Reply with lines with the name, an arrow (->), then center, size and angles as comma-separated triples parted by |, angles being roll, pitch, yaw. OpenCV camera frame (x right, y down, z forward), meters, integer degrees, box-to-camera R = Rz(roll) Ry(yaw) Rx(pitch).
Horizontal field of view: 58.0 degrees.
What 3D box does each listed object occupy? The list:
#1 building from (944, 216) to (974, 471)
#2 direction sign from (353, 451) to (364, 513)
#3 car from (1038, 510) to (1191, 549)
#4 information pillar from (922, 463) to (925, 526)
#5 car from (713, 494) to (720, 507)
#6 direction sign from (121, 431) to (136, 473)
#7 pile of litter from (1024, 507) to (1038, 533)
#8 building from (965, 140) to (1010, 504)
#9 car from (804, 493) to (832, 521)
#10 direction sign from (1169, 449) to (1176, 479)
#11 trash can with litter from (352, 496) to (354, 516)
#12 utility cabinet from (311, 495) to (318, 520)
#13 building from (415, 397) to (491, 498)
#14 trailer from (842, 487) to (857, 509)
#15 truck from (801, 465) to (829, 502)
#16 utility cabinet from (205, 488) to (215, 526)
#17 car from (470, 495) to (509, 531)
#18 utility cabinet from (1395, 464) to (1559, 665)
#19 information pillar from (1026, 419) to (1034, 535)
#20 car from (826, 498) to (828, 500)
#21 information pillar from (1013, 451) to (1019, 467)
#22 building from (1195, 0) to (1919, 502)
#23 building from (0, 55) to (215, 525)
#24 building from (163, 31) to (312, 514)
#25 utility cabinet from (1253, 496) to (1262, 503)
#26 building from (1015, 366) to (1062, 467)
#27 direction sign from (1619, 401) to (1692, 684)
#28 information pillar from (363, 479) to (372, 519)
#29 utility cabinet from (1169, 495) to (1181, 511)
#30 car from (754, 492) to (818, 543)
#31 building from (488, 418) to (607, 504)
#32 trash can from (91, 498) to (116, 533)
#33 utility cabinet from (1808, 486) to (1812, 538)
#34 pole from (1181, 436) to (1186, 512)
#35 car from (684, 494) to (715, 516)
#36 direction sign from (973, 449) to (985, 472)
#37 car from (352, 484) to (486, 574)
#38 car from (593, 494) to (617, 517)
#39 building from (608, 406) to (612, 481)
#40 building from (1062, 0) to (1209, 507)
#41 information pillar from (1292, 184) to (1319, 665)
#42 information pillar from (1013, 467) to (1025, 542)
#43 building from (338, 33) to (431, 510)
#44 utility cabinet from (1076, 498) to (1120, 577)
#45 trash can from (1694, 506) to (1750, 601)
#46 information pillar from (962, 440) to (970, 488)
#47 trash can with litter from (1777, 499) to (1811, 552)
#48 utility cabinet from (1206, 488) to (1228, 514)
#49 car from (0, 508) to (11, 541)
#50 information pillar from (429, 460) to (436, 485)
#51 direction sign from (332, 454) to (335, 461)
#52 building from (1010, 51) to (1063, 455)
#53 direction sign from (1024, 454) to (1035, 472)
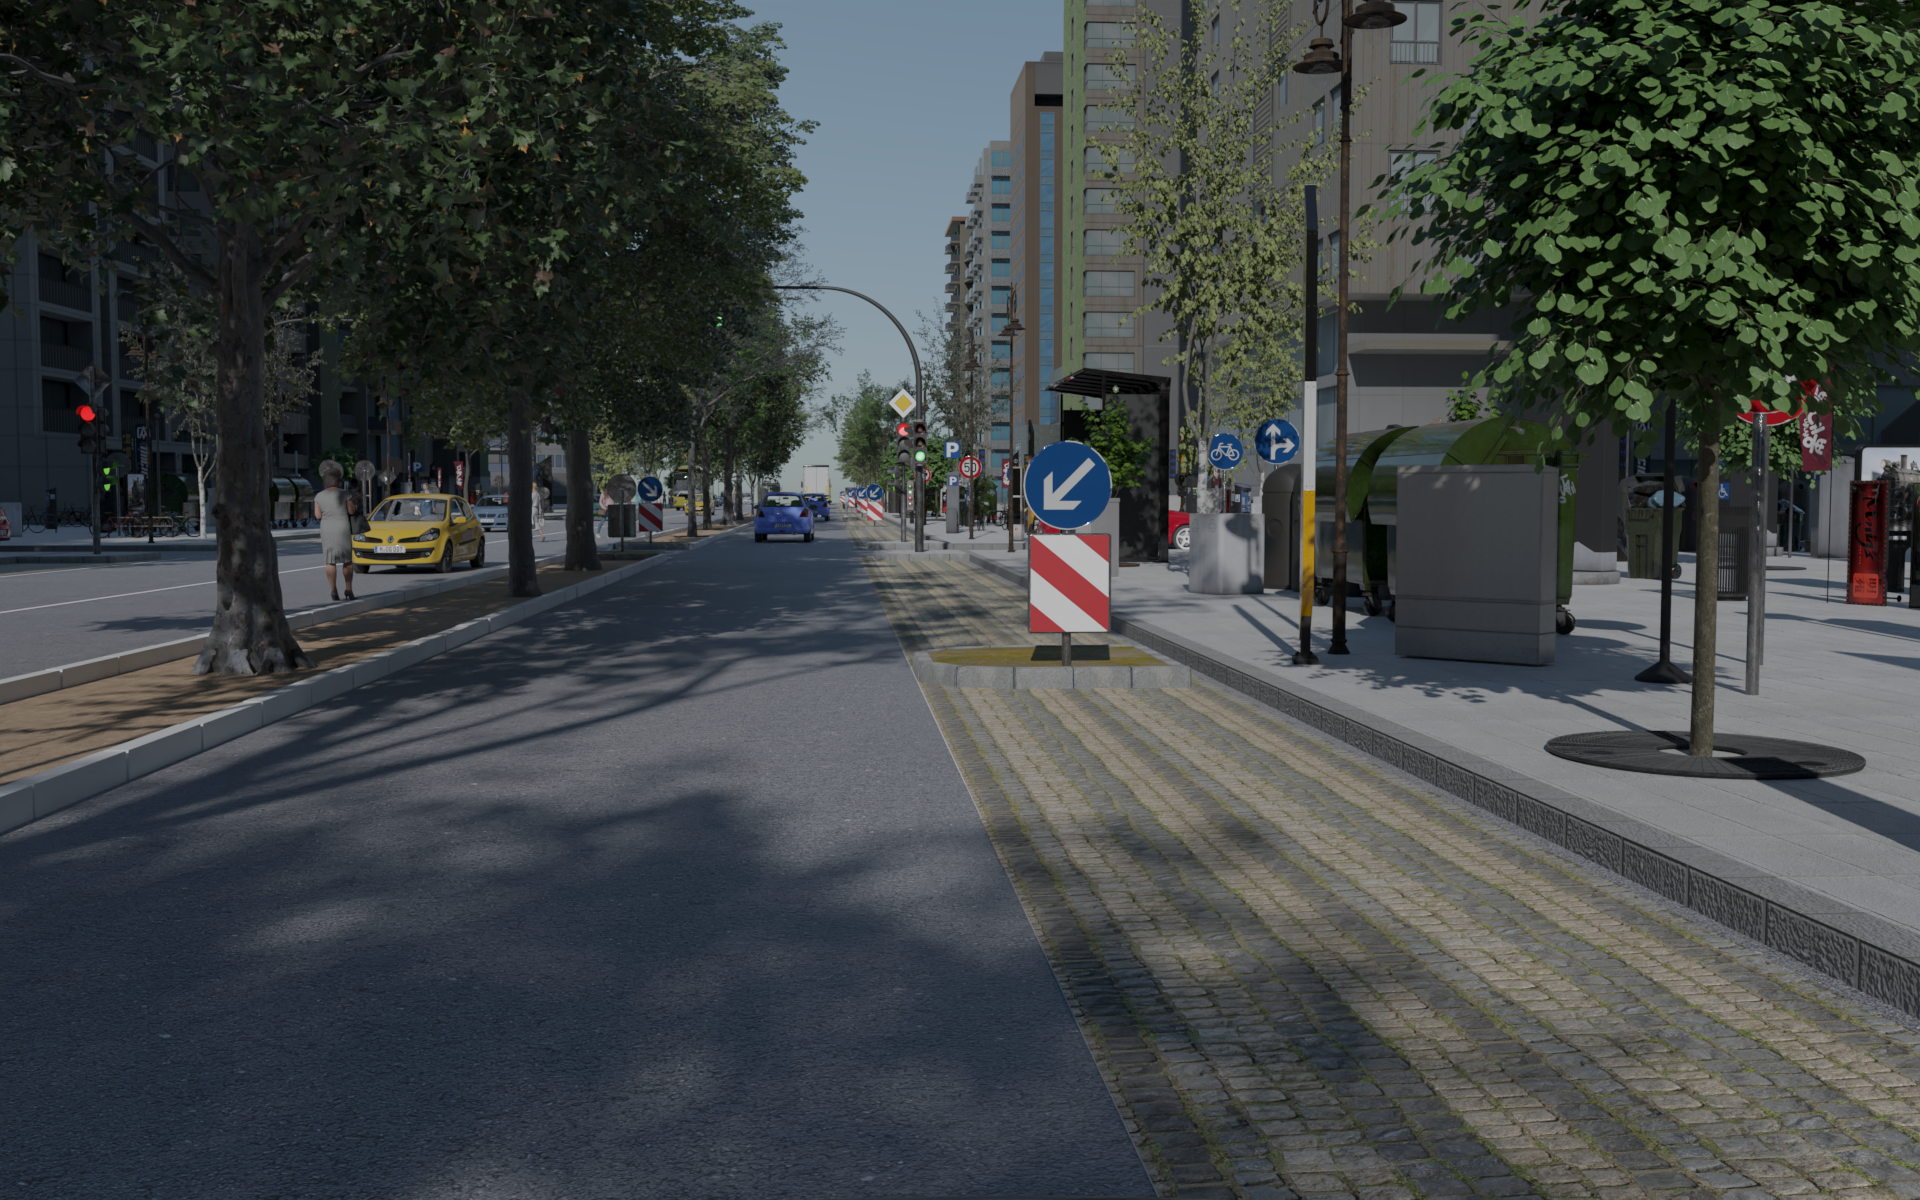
building -> 8.989, -37.480, 267.414 | 22.147, 44.769, 28.867 | 0, 4, -4
direction sign -> -31.336, -6.017, 90.370 | 0.876, 3.537, 0.379 | 2, 4, 35
car -> 4.188, -2.082, 43.088 | 4.494, 1.783, 2.155 | 0, 4, -5
information pillar -> -1.597, -4.825, 70.235 | 0.183, 3.616, 0.504 | 2, 4, 24
car -> -27.217, -10.967, 189.092 | 2.009, 1.686, 4.222 | 0, 4, -6
direction sign -> -29.541, -4.284, 62.033 | 0.876, 3.537, 0.379 | 0, 4, 0
pile of litter -> 2.541, -2.661, 57.470 | 1.176, 0.858, 1.719 | 3, 4, 39
building -> 12.421, -37.721, 236.347 | 23.786, 49.044, 30.456 | 0, 4, -4
car -> -7.780, -5.044, 92.061 | 1.945, 1.707, 3.694 | 0, 4, -3
direction sign -> 10.527, -5.850, 87.651 | 0.876, 3.537, 0.379 | 3, 4, 37
trash can with litter -> -31.222, -4.710, 88.065 | 1.678, 1.210, 2.233 | 0, 4, 2
utility cabinet -> -31.728, -4.590, 86.208 | 0.306, 1.237, 1.020 | 3, 5, 43
building -> -50.436, -23.383, 154.008 | 14.160, 30.474, 14.107 | 0, 4, -4
trailer -> -9.435, -8.732, 149.813 | 1.471, 1.999, 3.904 | 0, 4, -5
truck -> -14.339, -11.198, 171.994 | 2.839, 4.237, 11.283 | 0, 4, -6
utility cabinet -> -29.207, -3.652, 68.390 | 0.318, 1.500, 1.173 | 2, 4, 30
car -> -17.640, -3.322, 66.323 | 2.014, 1.417, 4.499 | 0, 4, -3
utility cabinet -> 3.949, -0.281, 13.270 | 1.173, 1.500, 0.318 | 3, 5, 42
information pillar -> 2.213, -3.826, 53.918 | 0.183, 3.616, 0.504 | -1, 4, -11
car -> -12.970, -9.077, 157.997 | 1.945, 1.707, 3.694 | 0, 4, -6
information pillar -> 2.964, -6.258, 93.670 | 0.504, 3.616, 0.183 | 2, 4, 26
building -> 26.114, -29.816, 76.727 | 27.495, 52.752, 28.713 | 0, 4, -4
building -> -46.923, -39.200, 79.177 | 20.563, 71.187, 20.611 | 0, 4, -4
building -> -47.034, -20.434, 105.794 | 14.160, 30.474, 14.107 | 0, 4, -4
utility cabinet -> 9.126, -2.549, 52.833 | 0.306, 1.237, 1.020 | 1, 4, 16
building -> 17.670, -51.440, 153.717 | 22.319, 86.520, 31.000 | 0, 4, -4
direction sign -> 4.831, -1.210, 11.775 | 0.379, 3.537, 0.876 | 3, 5, 43
information pillar -> -24.631, -4.127, 71.973 | 0.304, 2.012, 0.304 | -1, 4, -10
utility cabinet -> 10.010, -4.373, 82.659 | 1.020, 1.237, 0.306 | 0, 4, -3
car -> -5.298, -2.623, 52.484 | 1.945, 1.707, 3.694 | 0, 4, -3
building -> -59.106, -41.972, 228.241 | 21.231, 58.520, 28.212 | 0, 4, -4
trash can -> -28.241, -2.783, 57.163 | 0.748, 1.137, 0.748 | 0, 3, 0
utility cabinet -> 24.497, -2.525, 49.964 | 1.173, 1.500, 0.318 | 0, 4, -5
pole -> 7.529, -3.945, 58.337 | 0.158, 3.312, 0.155 | 0, 3, 0
car -> -17.460, -6.483, 116.224 | 2.015, 1.641, 3.980 | 0, 4, -3
direction sign -> 0.848, -5.815, 87.074 | 0.876, 3.537, 0.379 | 2, 4, 23
car -> -10.131, -1.360, 32.456 | 2.015, 1.641, 3.980 | 0, 4, -2
car -> -19.596, -5.027, 93.988 | 2.131, 1.459, 4.920 | 0, 4, -6
building -> -57.865, -29.282, 250.465 | 14.160, 30.474, 14.107 | 0, 4, -4
building -> 14.565, -27.396, 131.518 | 14.154, 41.232, 14.086 | 0, 4, -4
information pillar -> 2.613, -1.323, 12.984 | 0.183, 3.616, 0.504 | 1, 4, 9
information pillar -> 1.565, -2.591, 46.859 | 0.304, 2.012, 0.304 | 1, 4, 17
building -> -53.431, -29.166, 131.487 | 22.147, 44.769, 28.867 | 0, 4, -4
utility cabinet -> 2.100, -0.940, 26.533 | 0.306, 1.237, 1.020 | 2, 4, 29
trash can -> 9.246, -0.564, 20.879 | 0.748, 1.137, 0.748 | 0, 3, 0
information pillar -> 0.302, -4.885, 71.221 | 0.504, 3.616, 0.183 | 2, 4, 29
trash can with litter -> 18.755, -1.665, 38.609 | 1.055, 1.170, 0.624 | 3, 5, 44
utility cabinet -> 9.946, -3.590, 67.377 | 1.173, 1.500, 0.318 | 2, 4, 34
car -> -25.394, -1.999, 41.723 | 4.494, 1.783, 2.155 | 0, 4, -4
information pillar -> -36.295, -7.822, 119.249 | 0.183, 3.616, 0.504 | 3, 4, 38
direction sign -> -35.722, -6.536, 98.857 | 0.379, 3.537, 0.876 | -2, 4, -27
building -> 12.711, -32.239, 177.225 | 14.600, 45.320, 14.200 | 0, 4, -4
direction sign -> 3.933, -6.487, 98.062 | 0.379, 3.537, 0.876 | 3, 5, 45
